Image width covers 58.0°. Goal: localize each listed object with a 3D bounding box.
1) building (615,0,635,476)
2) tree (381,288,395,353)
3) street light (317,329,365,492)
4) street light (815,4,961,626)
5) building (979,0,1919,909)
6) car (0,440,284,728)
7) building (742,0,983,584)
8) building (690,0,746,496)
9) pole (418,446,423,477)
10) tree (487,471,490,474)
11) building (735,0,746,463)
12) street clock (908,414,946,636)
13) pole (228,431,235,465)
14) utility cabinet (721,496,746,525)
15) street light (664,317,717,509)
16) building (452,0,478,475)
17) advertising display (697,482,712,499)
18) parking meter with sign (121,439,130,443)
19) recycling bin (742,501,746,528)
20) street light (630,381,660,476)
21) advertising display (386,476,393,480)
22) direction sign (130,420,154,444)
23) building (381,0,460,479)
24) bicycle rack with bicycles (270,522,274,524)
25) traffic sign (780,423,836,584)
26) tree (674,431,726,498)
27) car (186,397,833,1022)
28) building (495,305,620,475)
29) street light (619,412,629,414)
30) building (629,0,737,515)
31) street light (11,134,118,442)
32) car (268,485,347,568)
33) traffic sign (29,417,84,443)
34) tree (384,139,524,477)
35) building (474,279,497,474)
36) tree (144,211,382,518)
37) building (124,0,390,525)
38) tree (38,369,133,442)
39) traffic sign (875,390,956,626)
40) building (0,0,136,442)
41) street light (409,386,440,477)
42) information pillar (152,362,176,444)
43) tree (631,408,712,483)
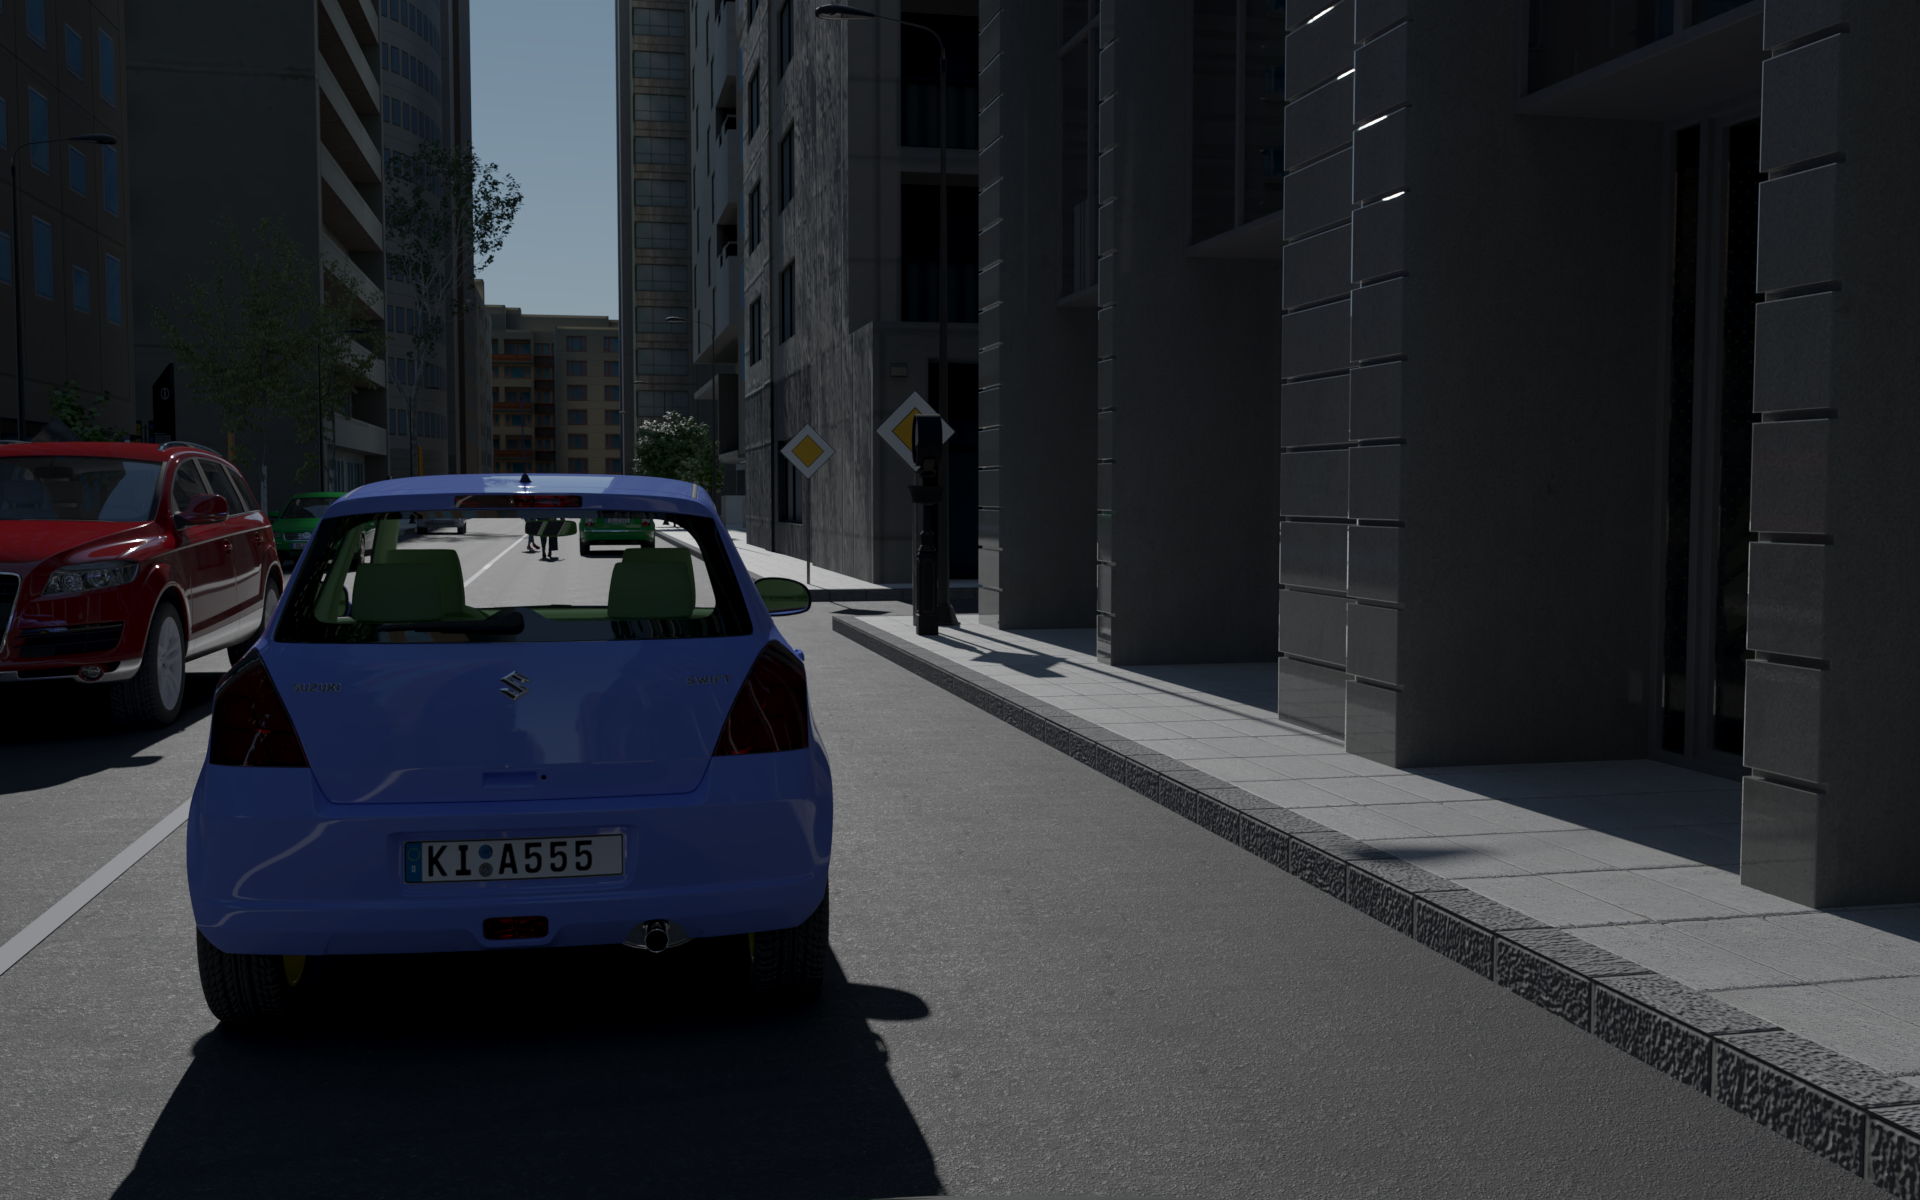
[{"bbox_3d":[-20.971,-37.788,159.826,21.231,58.520,28.212,-1,4,-12],"label":"building"},{"bbox_3d":[-19.387,-6.253,52.592,4.737,8.622,4.395,0,3,0],"label":"tree"},{"bbox_3d":[-17.443,-4.663,48.778,1.470,5.913,1.316,-1,4,-12],"label":"street light"},{"bbox_3d":[-0.691,-2.703,16.727,1.470,5.913,1.316,-1,4,-12],"label":"street light"},{"bbox_3d":[8.614,-13.797,3.068,11.434,29.767,29.804,-1,4,-12],"label":"building"},{"bbox_3d":[-6.172,-0.211,12.118,2.281,1.827,5.304,-1,4,-11],"label":"car"},{"bbox_3d":[6.626,-36.479,34.678,20.611,71.187,20.563,-1,4,-12],"label":"building"},{"bbox_3d":[-22.727,-37.161,196.824,27.495,52.752,28.713,-1,4,-12],"label":"building"},{"bbox_3d":[-23.042,-4.902,73.986,0.158,3.312,0.155,0,3,0],"label":"pole"},{"bbox_3d":[-38.657,-9.044,142.462,1.663,3.219,1.824,0,3,0],"label":"tree"},{"bbox_3d":[0.327,-24.799,55.579,14.600,45.320,14.200,-1,4,-12],"label":"building"},{"bbox_3d":[-0.299,-0.683,15.737,0.358,2.002,0.471,-1,4,-9],"label":"street clock"},{"bbox_3d":[-23.683,-3.824,56.370,0.158,3.312,0.155,0,3,0],"label":"pole"},{"bbox_3d":[-9.329,-3.681,71.340,1.020,1.237,0.306,-3,5,-41],"label":"utility cabinet"},{"bbox_3d":[-7.037,-4.475,45.712,1.470,5.913,1.316,-1,4,-12],"label":"street light"},{"bbox_3d":[-43.791,-29.285,128.921,14.600,45.320,14.200,-1,4,-12],"label":"building"},{"bbox_3d":[-10.626,-4.015,70.854,0.974,1.923,0.123,-1,4,-14],"label":"advertising display"},{"bbox_3d":[-26.923,-3.597,55.074,1.738,3.016,0.543,2,4,28],"label":"parking meter with sign"},{"bbox_3d":[-7.917,-3.310,66.668,0.722,1.027,0.722,1,4,17],"label":"recycling bin"},{"bbox_3d":[-12.732,-6.059,71.599,1.470,5.913,1.316,-1,4,-12],"label":"street light"},{"bbox_3d":[-19.953,-3.389,60.631,0.123,1.923,0.974,-1,4,-13],"label":"advertising display"},{"bbox_3d":[-24.992,-3.744,53.218,0.876,3.537,0.379,-1,4,-18],"label":"direction sign"},{"bbox_3d":[-43.008,-34.528,106.534,21.231,58.520,28.212,-1,4,-12],"label":"building"},{"bbox_3d":[-17.500,-1.670,40.686,2.925,0.926,2.852,-2,4,-29],"label":"bicycle rack with bicycles"},{"bbox_3d":[-2.163,-1.284,24.629,0.795,2.450,0.064,-1,4,-12],"label":"traffic sign"},{"bbox_3d":[-7.631,-3.564,52.865,1.663,3.219,1.824,0,3,0],"label":"tree"},{"bbox_3d":[-1.453,0.213,6.111,1.945,1.707,3.694,-1,4,-11],"label":"car"},{"bbox_3d":[-49.964,-21.121,190.370,28.899,21.520,27.650,-1,4,-12],"label":"building"},{"bbox_3d":[-18.536,-7.670,97.942,1.470,5.913,1.316,-1,4,-12],"label":"street light"},{"bbox_3d":[-14.134,-26.192,111.837,14.154,41.232,14.086,-1,4,-12],"label":"building"},{"bbox_3d":[-11.567,-3.049,22.393,1.470,5.913,1.316,-1,4,-12],"label":"street light"},{"bbox_3d":[-12.554,-1.563,34.356,1.959,1.807,4.718,-1,4,-11],"label":"car"},{"bbox_3d":[-11.731,-1.156,22.540,0.795,2.450,0.064,-1,4,-12],"label":"traffic sign"},{"bbox_3d":[-28.494,-14.093,86.304,12.611,20.169,13.585,0,3,0],"label":"tree"},{"bbox_3d":[-57.090,-18.881,153.751,28.899,21.520,27.650,-1,4,-12],"label":"building"},{"bbox_3d":[-18.192,-5.756,44.476,4.737,8.622,4.395,0,3,0],"label":"tree"},{"bbox_3d":[-33.836,-26.945,64.252,21.300,48.544,21.600,-1,4,-12],"label":"building"},{"bbox_3d":[-13.684,-1.959,26.639,1.663,3.219,1.824,0,3,0],"label":"tree"},{"bbox_3d":[-0.438,-0.807,16.831,0.795,2.450,0.064,-1,4,-12],"label":"traffic sign"},{"bbox_3d":[-24.988,-23.355,31.973,14.600,45.320,14.200,-1,4,-12],"label":"building"},{"bbox_3d":[-23.102,-6.248,74.697,1.470,5.913,1.316,-1,4,-12],"label":"street light"},{"bbox_3d":[-14.187,-2.422,30.951,0.504,3.616,0.183,2,4,26],"label":"information pillar"},{"bbox_3d":[-10.881,-5.044,66.184,4.285,4.588,4.351,0,3,0],"label":"tree"}]
